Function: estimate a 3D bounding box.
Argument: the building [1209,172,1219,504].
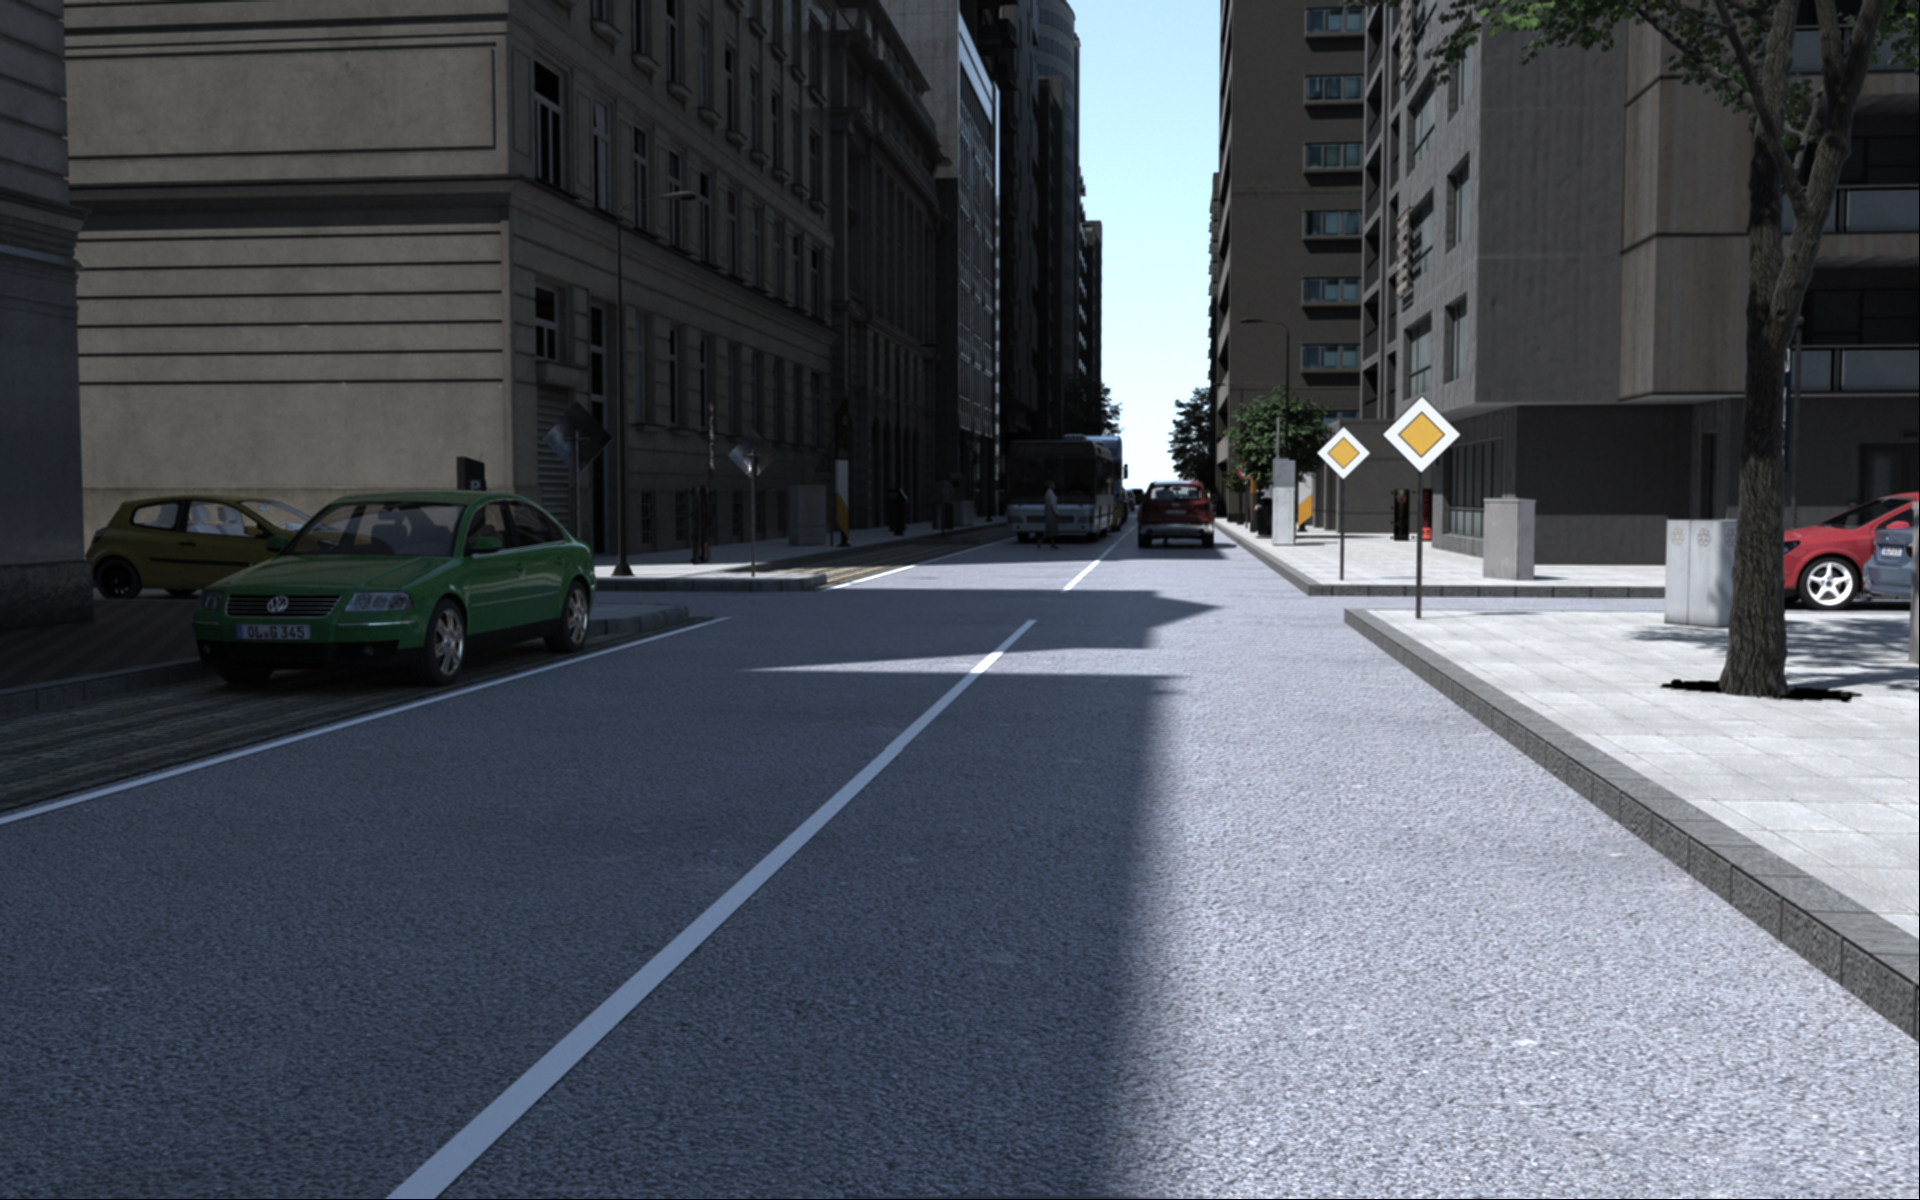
[{"bbox_3d":[39.150,-32.908,221.638,14.154,41.232,14.086,0,4,7],"label":"building"}]

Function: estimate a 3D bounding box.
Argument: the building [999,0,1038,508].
[{"bbox_3d":[-7.659,-33.992,145.015,28.713,52.752,27.495,0,4,7],"label":"building"}]

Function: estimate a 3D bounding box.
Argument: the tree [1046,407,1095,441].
[{"bbox_3d":[9.406,-11.981,146.243,4.737,8.622,4.395,0,3,0],"label":"tree"}]

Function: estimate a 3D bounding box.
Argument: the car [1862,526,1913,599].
[{"bbox_3d":[12.689,-0.457,19.468,4.499,1.417,2.014,0,4,6],"label":"car"}]

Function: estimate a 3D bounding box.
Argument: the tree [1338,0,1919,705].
[{"bbox_3d":[5.282,-5.198,10.750,9.928,11.665,9.643,0,3,0],"label":"tree"}]

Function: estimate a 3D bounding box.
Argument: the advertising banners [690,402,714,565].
[{"bbox_3d":[-4.787,-2.212,32.360,0.090,3.025,2.074,0,4,3],"label":"advertising banners"}]

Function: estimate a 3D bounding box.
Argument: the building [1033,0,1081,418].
[{"bbox_3d":[2.599,-40.324,201.288,21.231,58.520,28.212,0,4,7],"label":"building"}]

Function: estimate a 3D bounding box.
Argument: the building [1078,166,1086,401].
[{"bbox_3d":[5.261,-37.379,230.748,23.786,49.044,30.456,0,4,7],"label":"building"}]

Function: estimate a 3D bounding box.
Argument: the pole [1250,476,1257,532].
[{"bbox_3d":[9.867,-3.935,58.175,0.158,3.312,0.155,0,3,0],"label":"pole"}]

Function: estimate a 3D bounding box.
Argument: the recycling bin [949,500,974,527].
[{"bbox_3d":[0.061,-3.442,68.835,0.722,1.027,0.722,3,5,40],"label":"recycling bin"}]

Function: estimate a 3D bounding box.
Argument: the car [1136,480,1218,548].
[{"bbox_3d":[5.976,-2.393,47.797,2.281,1.827,5.304,0,4,8],"label":"car"}]

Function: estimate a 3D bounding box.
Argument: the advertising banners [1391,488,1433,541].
[{"bbox_3d":[12.626,-3.106,46.977,0.090,3.025,2.074,-3,5,-43],"label":"advertising banners"}]

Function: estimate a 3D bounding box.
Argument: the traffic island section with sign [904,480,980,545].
[{"bbox_3d":[-0.476,-2.504,49.574,1.989,1.847,2.006,0,4,7],"label":"traffic island section with sign"}]

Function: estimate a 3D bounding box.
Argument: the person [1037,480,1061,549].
[{"bbox_3d":[2.301,-2.225,45.108,0.641,1.798,0.478,0,4,4],"label":"person"}]

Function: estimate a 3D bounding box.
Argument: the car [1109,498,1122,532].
[{"bbox_3d":[5.278,-3.460,66.795,2.015,1.641,3.980,1,4,9],"label":"car"}]

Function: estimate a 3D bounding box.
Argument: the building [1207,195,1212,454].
[{"bbox_3d":[45.882,-35.944,242.310,22.147,44.769,28.867,0,4,7],"label":"building"}]

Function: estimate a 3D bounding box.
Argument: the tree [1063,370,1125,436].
[{"bbox_3d":[12.108,-16.603,178.111,9.857,13.997,8.962,0,3,0],"label":"tree"}]

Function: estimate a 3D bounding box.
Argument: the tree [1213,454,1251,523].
[{"bbox_3d":[12.628,-5.130,78.471,1.663,3.219,1.824,0,3,0],"label":"tree"}]

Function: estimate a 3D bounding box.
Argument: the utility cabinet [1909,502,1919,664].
[{"bbox_3d":[7.742,-0.119,13.104,1.020,1.237,0.306,-1,4,-10],"label":"utility cabinet"}]

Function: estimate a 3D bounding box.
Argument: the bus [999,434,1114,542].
[{"bbox_3d":[3.334,-3.689,55.180,2.948,3.499,13.247,0,4,7],"label":"bus"}]

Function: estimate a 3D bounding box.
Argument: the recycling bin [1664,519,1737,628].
[{"bbox_3d":[7.428,-0.269,16.951,0.722,1.027,0.722,-1,4,-19],"label":"recycling bin"}]

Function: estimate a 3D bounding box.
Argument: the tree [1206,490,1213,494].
[{"bbox_3d":[20.504,-8.739,137.483,1.663,3.219,1.824,0,3,0],"label":"tree"}]

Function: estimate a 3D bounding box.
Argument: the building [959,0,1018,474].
[{"bbox_3d":[-7.747,-28.276,116.937,22.147,44.769,28.867,0,4,7],"label":"building"}]

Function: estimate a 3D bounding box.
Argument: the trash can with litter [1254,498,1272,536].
[{"bbox_3d":[9.374,-2.576,53.503,0.624,1.170,1.055,0,4,6],"label":"trash can with litter"}]

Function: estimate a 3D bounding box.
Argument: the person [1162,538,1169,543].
[{"bbox_3d":[6.126,-2.621,51.218,0.638,1.841,0.748,2,4,30],"label":"person"}]

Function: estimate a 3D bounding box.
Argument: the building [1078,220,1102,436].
[{"bbox_3d":[13.354,-34.789,252.402,14.154,41.232,14.086,0,4,7],"label":"building"}]

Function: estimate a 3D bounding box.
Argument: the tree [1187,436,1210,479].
[{"bbox_3d":[29.133,-15.898,210.286,4.737,8.622,4.395,0,3,0],"label":"tree"}]

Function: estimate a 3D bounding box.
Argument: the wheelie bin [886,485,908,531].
[{"bbox_3d":[-2.168,-3.167,59.691,0.693,1.594,0.980,0,4,4],"label":"wheelie bin"}]

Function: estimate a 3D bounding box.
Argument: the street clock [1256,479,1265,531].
[{"bbox_3d":[10.449,-3.414,60.390,0.471,2.002,0.358,-3,5,-45],"label":"street clock"}]

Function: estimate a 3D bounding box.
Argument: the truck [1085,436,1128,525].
[{"bbox_3d":[6.932,-5.865,85.649,2.967,4.110,18.799,0,4,6],"label":"truck"}]

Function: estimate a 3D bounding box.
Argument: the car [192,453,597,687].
[{"bbox_3d":[-4.480,-0.338,14.327,1.959,1.807,4.718,0,4,7],"label":"car"}]

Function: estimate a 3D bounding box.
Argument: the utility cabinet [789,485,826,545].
[{"bbox_3d":[-3.828,-2.125,43.421,0.318,1.500,1.173,2,4,31],"label":"utility cabinet"}]

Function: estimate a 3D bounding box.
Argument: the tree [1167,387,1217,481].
[{"bbox_3d":[25.359,-16.170,182.509,7.486,12.596,7.792,0,3,0],"label":"tree"}]

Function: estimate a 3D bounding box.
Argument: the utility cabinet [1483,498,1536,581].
[{"bbox_3d":[8.286,-0.916,26.132,0.306,1.237,1.020,-1,4,-12],"label":"utility cabinet"}]

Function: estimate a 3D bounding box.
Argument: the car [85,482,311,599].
[{"bbox_3d":[-9.798,-0.827,23.747,3.980,1.641,2.015,0,4,6],"label":"car"}]

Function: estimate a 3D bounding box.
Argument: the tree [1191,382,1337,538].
[{"bbox_3d":[9.324,-4.095,50.670,4.285,4.588,4.351,0,3,0],"label":"tree"}]

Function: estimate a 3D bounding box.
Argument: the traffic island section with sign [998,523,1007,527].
[{"bbox_3d":[2.764,-4.141,76.335,1.989,1.847,2.006,0,4,7],"label":"traffic island section with sign"}]

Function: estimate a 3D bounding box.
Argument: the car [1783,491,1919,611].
[{"bbox_3d":[12.036,-0.784,21.862,4.494,1.783,2.155,0,4,7],"label":"car"}]
